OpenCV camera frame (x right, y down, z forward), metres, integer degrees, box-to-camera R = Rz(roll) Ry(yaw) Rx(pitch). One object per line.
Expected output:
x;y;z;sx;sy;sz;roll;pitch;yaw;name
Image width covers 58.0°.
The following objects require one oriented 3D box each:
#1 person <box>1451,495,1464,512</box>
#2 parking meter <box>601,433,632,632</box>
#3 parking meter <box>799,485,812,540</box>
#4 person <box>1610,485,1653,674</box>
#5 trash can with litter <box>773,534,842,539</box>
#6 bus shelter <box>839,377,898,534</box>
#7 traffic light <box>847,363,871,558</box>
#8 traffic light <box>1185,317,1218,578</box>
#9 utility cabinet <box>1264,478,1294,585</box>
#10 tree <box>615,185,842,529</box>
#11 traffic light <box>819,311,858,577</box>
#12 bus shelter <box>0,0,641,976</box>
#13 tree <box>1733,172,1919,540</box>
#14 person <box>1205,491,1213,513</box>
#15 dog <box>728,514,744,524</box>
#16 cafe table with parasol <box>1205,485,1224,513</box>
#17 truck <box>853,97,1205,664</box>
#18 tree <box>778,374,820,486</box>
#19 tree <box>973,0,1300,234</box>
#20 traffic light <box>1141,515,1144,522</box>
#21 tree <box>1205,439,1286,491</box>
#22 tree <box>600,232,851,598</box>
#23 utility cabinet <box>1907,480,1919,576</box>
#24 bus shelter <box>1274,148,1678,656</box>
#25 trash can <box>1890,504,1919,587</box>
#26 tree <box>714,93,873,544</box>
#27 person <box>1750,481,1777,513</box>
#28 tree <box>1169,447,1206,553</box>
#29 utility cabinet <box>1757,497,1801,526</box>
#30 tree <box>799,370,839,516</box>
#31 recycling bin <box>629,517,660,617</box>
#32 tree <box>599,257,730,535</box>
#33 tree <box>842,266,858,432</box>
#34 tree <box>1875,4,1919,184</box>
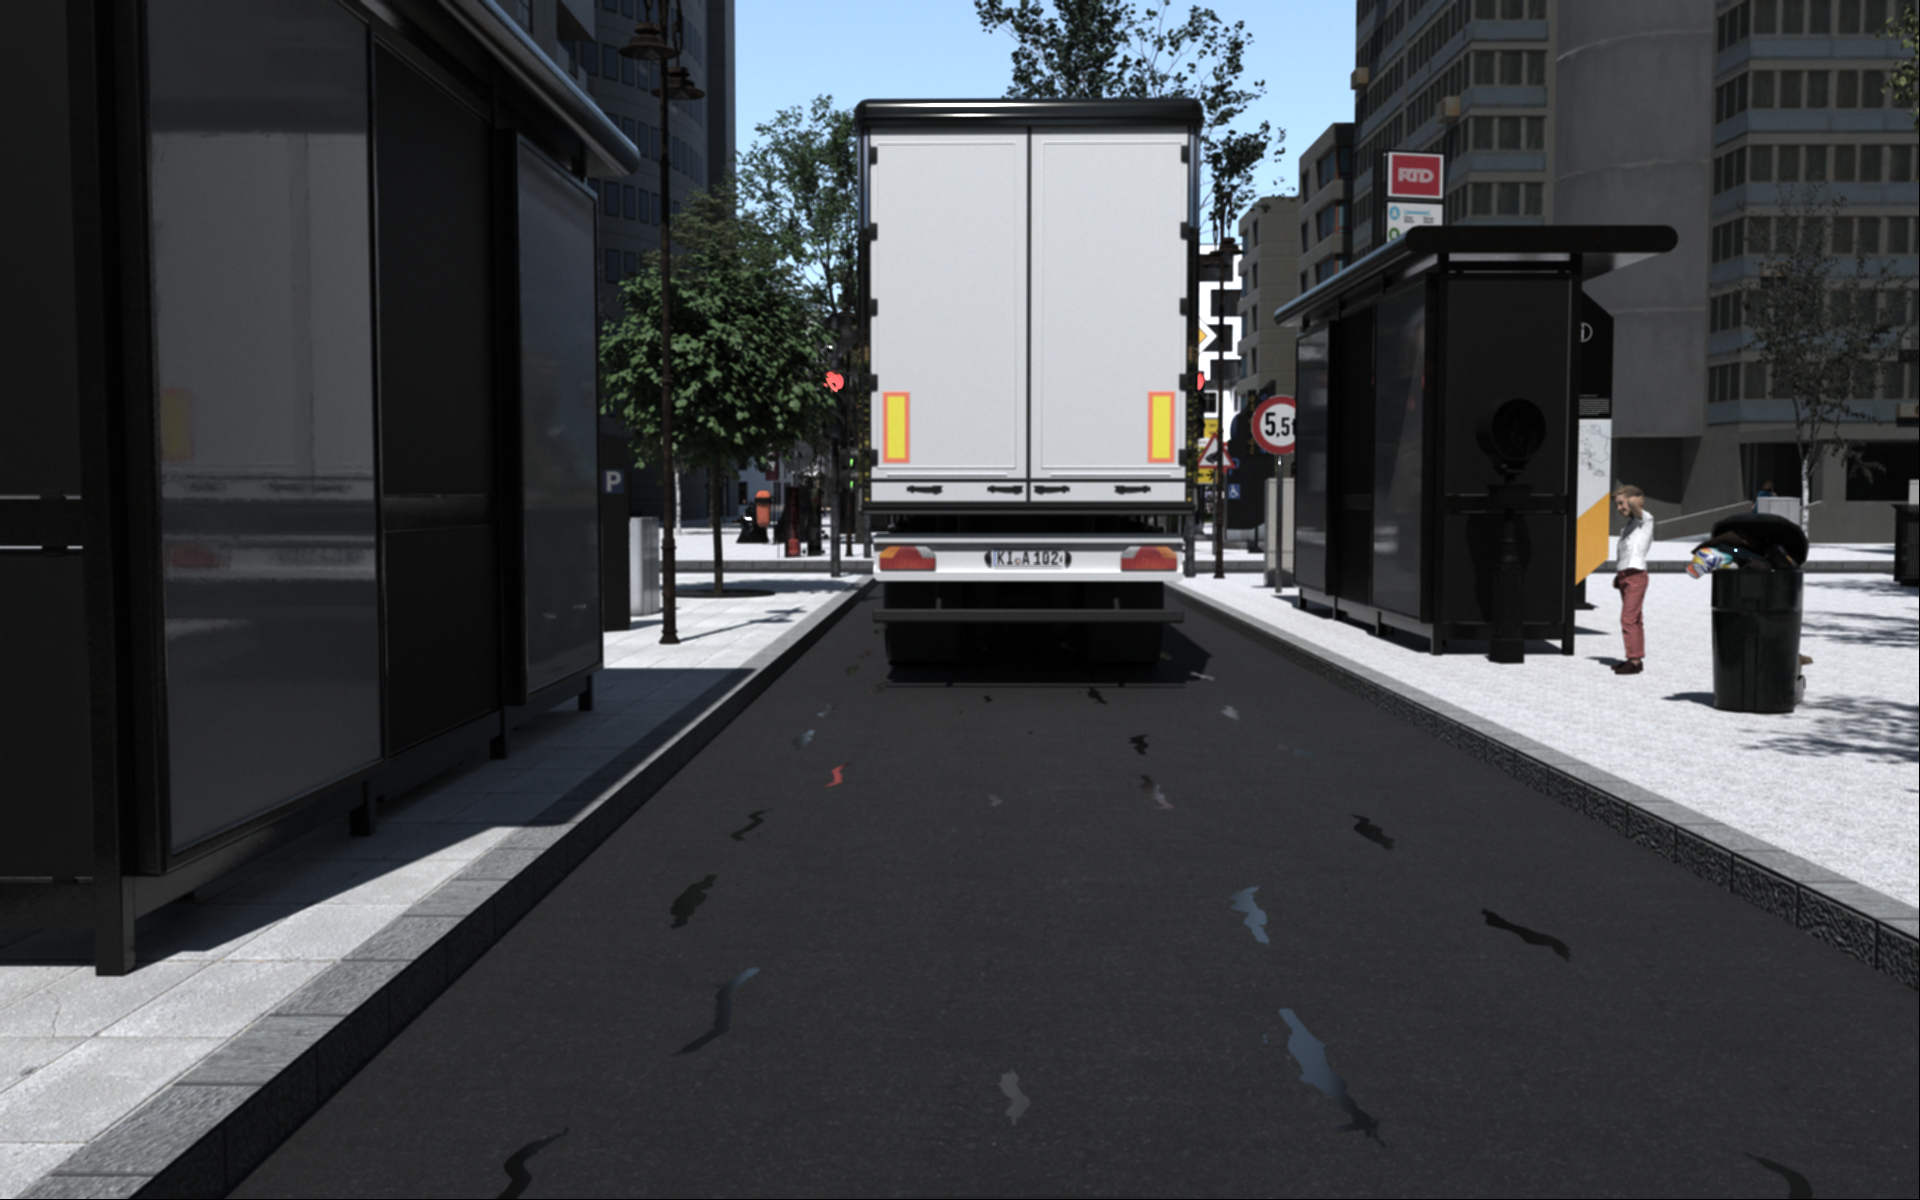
14.957;-2.775;52.145;0.376;1.734;0.841;1;4;14;person
-3.296;-0.642;16.211;0.399;1.863;0.255;-3;5;-43;parking meter
-4.247;-2.412;47.849;0.372;1.533;0.369;0;3;0;parking meter
4.820;-0.155;12.485;0.340;1.345;0.435;0;4;-4;person
-4.365;-2.357;49.590;2.233;1.210;1.678;3;5;40;trash can with litter
-3.182;-5.002;59.411;2.179;5.291;8.768;0;4;0;bus shelter
-1.837;-2.793;34.583;0.839;4.253;0.868;0;4;0;traffic light
3.519;-2.303;26.569;0.839;4.253;0.868;0;4;0;traffic light
4.853;-0.946;24.142;1.173;1.500;0.318;0;4;1;utility cabinet
-8.769;-8.936;64.229;7.486;12.596;7.792;0;3;0;tree
-1.902;-2.304;26.598;0.839;4.253;0.868;0;4;0;traffic light
-3.007;-1.729;5.905;2.179;5.291;8.768;0;4;0;bus shelter
19.577;-5.462;39.663;4.360;8.622;3.978;0;3;0;tree
15.314;-6.197;107.230;0.709;1.838;0.599;1;4;17;person
-9.645;-3.514;75.189;0.748;0.427;0.550;1;4;18;dog
14.853;-5.831;100.207;2.610;1.966;2.610;-3;5;-41;cafe table with parasol
0.600;-1.773;17.901;2.839;4.237;11.283;0;4;1;truck
-9.042;-8.759;93.573;4.737;8.622;4.395;0;3;0;tree
5.497;-12.556;61.178;12.611;20.169;13.585;0;3;0;tree
3.585;-2.791;34.554;0.839;4.253;0.868;0;4;0;traffic light
13.883;-6.107;83.562;4.285;4.588;4.351;0;3;0;tree
-3.115;-2.342;22.005;4.285;4.588;4.351;0;3;0;tree
15.239;-1.097;26.609;1.173;1.500;0.318;2;4;32;utility cabinet
4.588;-2.460;17.857;2.179;5.291;8.768;0;4;1;bus shelter
13.350;-0.761;24.097;0.748;1.137;0.748;0;3;0;trash can
-2.510;-7.263;44.506;9.928;11.665;9.643;0;3;0;tree
20.514;-2.228;44.168;0.444;1.614;0.593;-3;5;-43;person
4.566;-2.672;38.284;1.663;3.219;1.824;0;3;0;tree
16.650;-1.472;35.229;1.020;1.237;0.306;-2;4;-31;utility cabinet
-8.990;-9.476;105.293;4.360;8.622;3.978;0;3;0;tree
-3.647;-0.363;18.486;0.722;1.027;0.722;0;4;6;recycling bin
-8.638;-6.311;53.543;4.360;8.622;3.978;0;3;0;tree
-2.857;-9.588;74.895;7.486;12.596;7.792;0;3;0;tree
12.485;-4.203;19.075;4.737;8.622;4.395;0;3;0;tree
